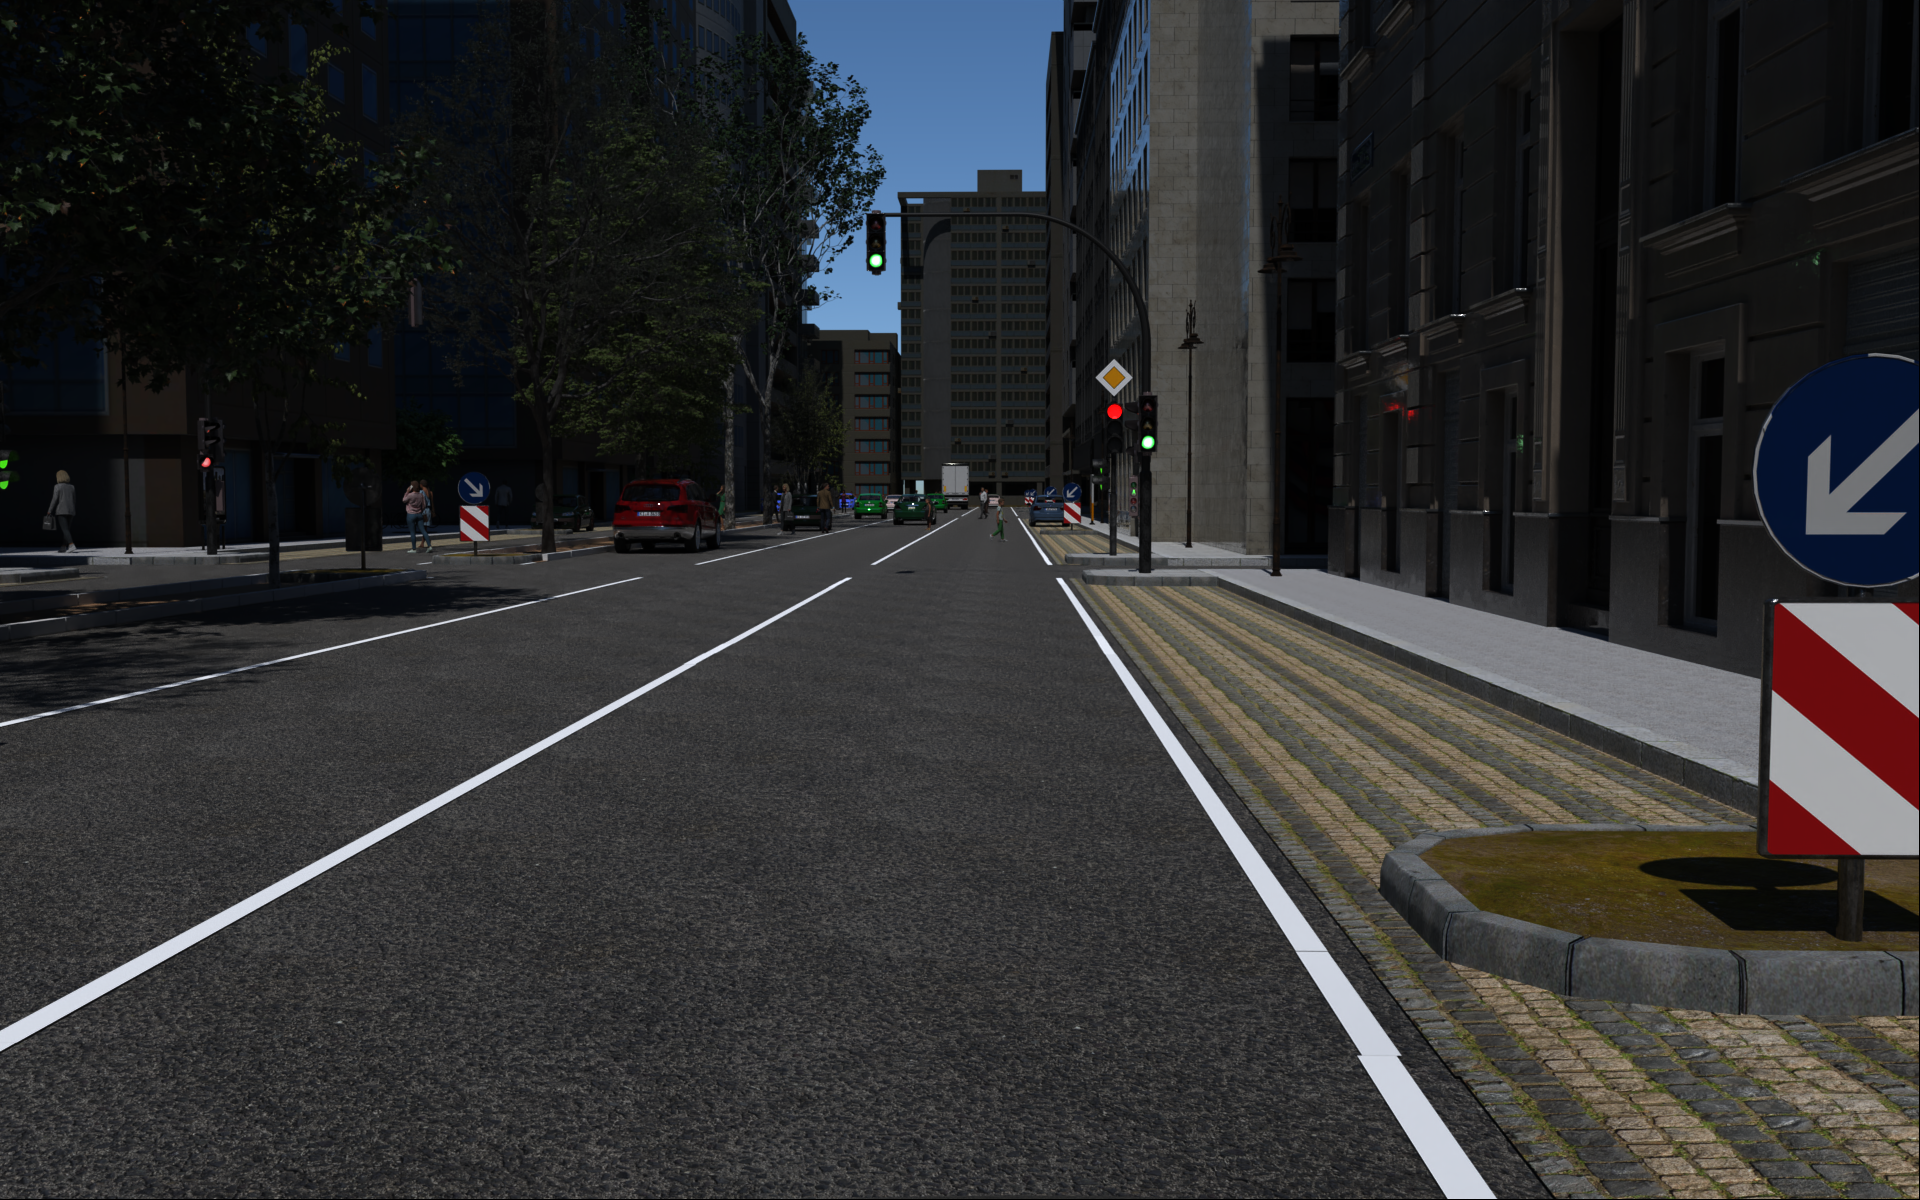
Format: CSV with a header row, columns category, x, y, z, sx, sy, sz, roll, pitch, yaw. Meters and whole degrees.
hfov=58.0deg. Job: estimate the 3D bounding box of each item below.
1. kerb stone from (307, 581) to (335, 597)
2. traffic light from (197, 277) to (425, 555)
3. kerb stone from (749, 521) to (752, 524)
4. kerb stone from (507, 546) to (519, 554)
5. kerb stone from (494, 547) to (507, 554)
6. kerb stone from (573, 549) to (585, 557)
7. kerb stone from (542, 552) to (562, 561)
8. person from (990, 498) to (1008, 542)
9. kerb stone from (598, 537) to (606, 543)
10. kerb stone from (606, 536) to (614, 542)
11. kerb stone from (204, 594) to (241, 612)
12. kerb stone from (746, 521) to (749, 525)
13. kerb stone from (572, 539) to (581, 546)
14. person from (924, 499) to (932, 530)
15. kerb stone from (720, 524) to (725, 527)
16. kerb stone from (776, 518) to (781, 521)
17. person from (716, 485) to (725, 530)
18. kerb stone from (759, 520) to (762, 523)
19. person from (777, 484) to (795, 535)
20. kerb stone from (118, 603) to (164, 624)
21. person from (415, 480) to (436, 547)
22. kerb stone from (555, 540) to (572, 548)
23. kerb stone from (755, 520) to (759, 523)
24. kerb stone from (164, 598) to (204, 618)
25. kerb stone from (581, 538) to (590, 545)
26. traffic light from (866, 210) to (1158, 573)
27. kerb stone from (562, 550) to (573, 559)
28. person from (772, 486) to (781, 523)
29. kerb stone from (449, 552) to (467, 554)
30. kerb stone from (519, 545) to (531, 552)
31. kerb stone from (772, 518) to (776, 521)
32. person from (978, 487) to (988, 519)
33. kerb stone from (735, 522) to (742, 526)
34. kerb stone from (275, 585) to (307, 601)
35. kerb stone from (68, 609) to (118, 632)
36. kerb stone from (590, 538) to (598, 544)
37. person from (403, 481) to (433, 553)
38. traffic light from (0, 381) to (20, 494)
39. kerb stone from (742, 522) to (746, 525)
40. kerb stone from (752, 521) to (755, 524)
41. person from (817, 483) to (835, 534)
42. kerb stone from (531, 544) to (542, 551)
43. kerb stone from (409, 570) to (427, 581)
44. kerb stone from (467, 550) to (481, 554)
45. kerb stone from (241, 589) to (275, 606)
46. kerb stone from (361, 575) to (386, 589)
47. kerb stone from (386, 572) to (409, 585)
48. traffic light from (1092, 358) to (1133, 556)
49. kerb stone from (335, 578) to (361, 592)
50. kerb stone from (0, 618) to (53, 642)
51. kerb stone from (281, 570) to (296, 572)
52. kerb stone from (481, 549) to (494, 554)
category,x,y,z,sx,sy,sz,roll,pitch,yaw
kerb stone,-9.173,-0.149,24.627,0.120,0.150,1.000,0,4,1
traffic light,-13.688,-3.779,36.448,4.771,5.953,1.251,0,4,1
kerb stone,-9.920,-3.573,80.618,0.120,0.150,1.000,0,4,1
kerb stone,-10.861,-1.189,41.638,0.120,0.150,1.000,0,4,1
kerb stone,-10.889,-1.119,40.612,0.120,0.150,1.000,0,4,1
kerb stone,-8.801,-1.058,39.529,0.120,0.150,1.000,0,4,1
kerb stone,-8.853,-0.935,37.476,0.120,0.150,1.000,0,4,1
person,1.167,-2.415,52.235,0.590,1.304,0.306,-1,4,-15
kerb stone,-10.635,-1.752,50.874,0.120,0.150,1.000,0,4,1
kerb stone,-10.612,-1.816,51.896,0.120,0.150,1.000,0,4,1
kerb stone,-9.256,0.039,21.555,0.120,0.150,1.000,0,4,1
kerb stone,-9.935,-3.508,79.590,0.120,0.150,1.000,0,4,1
kerb stone,-10.707,-1.566,47.797,0.120,0.150,1.000,0,4,1
person,-1.277,-3.379,68.413,0.373,1.253,0.362,-1,4,-23
kerb stone,-10.082,-3.130,73.446,0.120,0.150,1.000,0,4,1
kerb stone,-9.664,-4.199,90.856,0.120,0.150,1.000,0,4,1
person,-9.272,-3.629,68.078,0.529,1.795,0.600,-2,4,-34
kerb stone,-9.839,-3.761,83.695,0.120,0.150,1.000,0,4,1
person,-6.060,-3.196,60.945,0.728,1.800,0.709,-3,5,-45
kerb stone,-9.297,0.165,19.504,0.120,0.150,1.000,0,4,1
person,-14.172,-2.286,45.974,0.616,1.811,0.778,-3,5,-43
kerb stone,-10.736,-1.503,46.772,0.120,0.150,1.000,0,4,1
kerb stone,-9.858,-3.698,82.662,0.120,0.150,1.000,0,4,1
kerb stone,-9.280,0.103,20.526,0.120,0.150,1.000,0,4,1
kerb stone,-10.685,-1.629,48.823,0.120,0.150,1.000,0,4,1
traffic light,0.887,-3.259,27.946,4.771,5.953,1.251,0,4,1
kerb stone,-8.835,-0.991,38.502,0.120,0.150,1.000,0,4,1
person,-9.099,-4.726,85.545,0.755,1.850,0.659,-1,4,-10
kerb stone,-10.959,-0.937,37.523,0.120,0.150,1.000,0,4,1
kerb stone,-10.835,-1.251,42.673,0.120,0.150,1.000,0,4,1
kerb stone,-9.711,-4.070,88.806,0.120,0.150,1.000,0,4,1
person,1.310,-5.585,99.922,0.850,1.850,0.679,-3,5,-41
kerb stone,-9.989,-3.378,77.536,0.120,0.150,1.000,0,4,1
kerb stone,-9.198,-0.084,23.605,0.120,0.150,1.000,0,4,1
kerb stone,-9.326,0.227,18.481,0.120,0.150,1.000,0,4,1
kerb stone,-10.657,-1.691,49.848,0.120,0.150,1.000,0,4,1
person,-13.158,-2.019,42.106,0.643,1.750,0.593,3,4,36
traffic light,-15.976,-2.420,28.481,0.839,4.253,0.868,0,4,1
kerb stone,-9.963,-3.447,78.565,0.120,0.150,1.000,0,4,1
kerb stone,-9.893,-3.632,81.640,0.120,0.150,1.000,0,4,1
person,-4.879,-3.340,63.023,0.656,1.842,0.836,0,4,-7
kerb stone,-10.813,-1.315,43.699,0.120,0.150,1.000,0,4,1
kerb stone,-9.075,-0.398,28.727,0.120,0.150,1.000,0,4,1
kerb stone,-10.936,-0.997,38.560,0.120,0.150,1.000,0,4,1
kerb stone,-9.230,-0.020,22.580,0.120,0.150,1.000,0,4,1
kerb stone,-9.122,-0.274,26.676,0.120,0.150,1.000,0,4,1
kerb stone,-9.092,-0.334,27.706,0.120,0.150,1.000,0,4,1
traffic light,3.175,-2.881,36.019,0.839,4.253,0.868,0,4,1
kerb stone,-9.150,-0.211,25.648,0.120,0.150,1.000,0,4,1
kerb stone,-9.345,0.290,17.460,0.120,0.150,1.000,0,4,1
kerb stone,-11.176,-0.404,28.795,0.120,0.150,1.000,0,4,1
kerb stone,-10.915,-1.063,39.589,0.120,0.150,1.000,0,4,1
